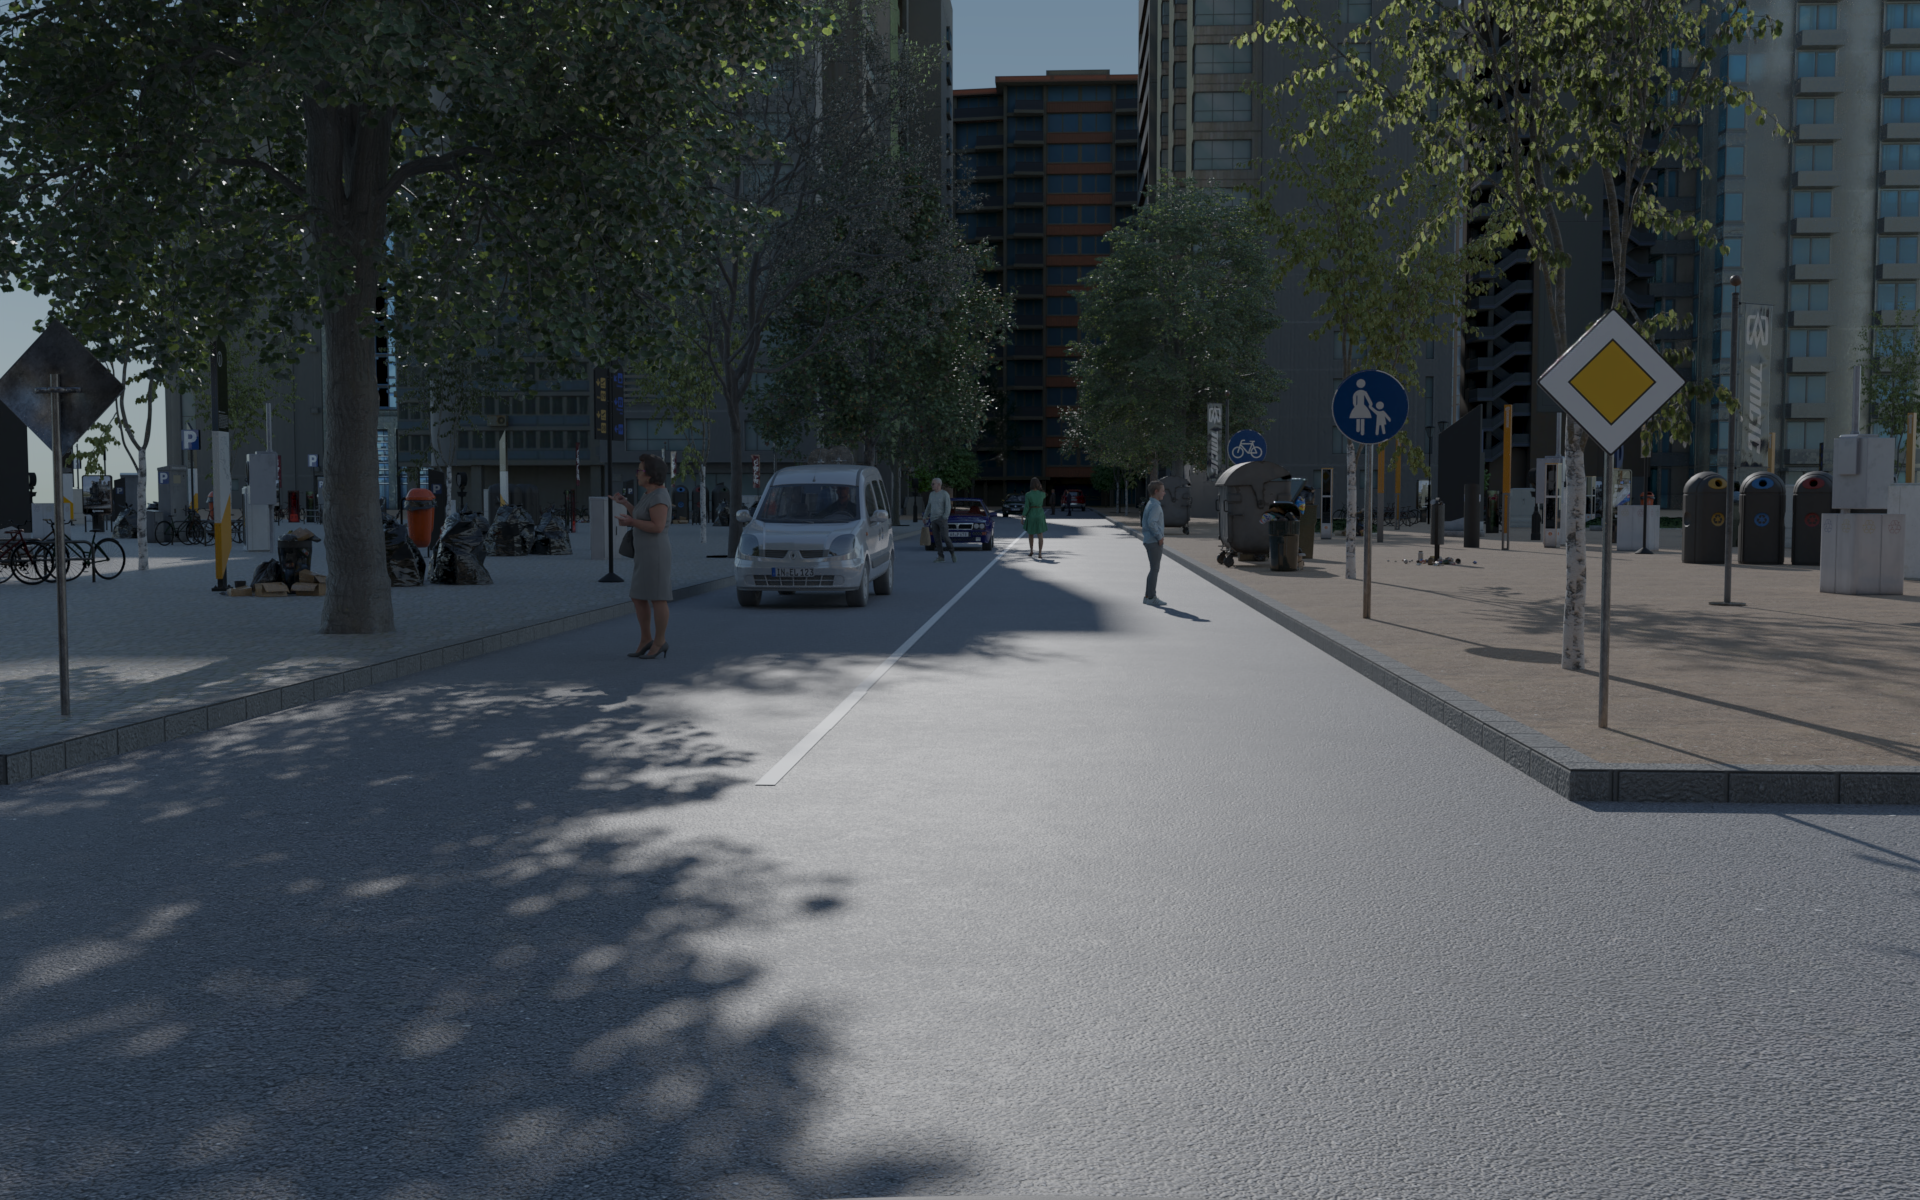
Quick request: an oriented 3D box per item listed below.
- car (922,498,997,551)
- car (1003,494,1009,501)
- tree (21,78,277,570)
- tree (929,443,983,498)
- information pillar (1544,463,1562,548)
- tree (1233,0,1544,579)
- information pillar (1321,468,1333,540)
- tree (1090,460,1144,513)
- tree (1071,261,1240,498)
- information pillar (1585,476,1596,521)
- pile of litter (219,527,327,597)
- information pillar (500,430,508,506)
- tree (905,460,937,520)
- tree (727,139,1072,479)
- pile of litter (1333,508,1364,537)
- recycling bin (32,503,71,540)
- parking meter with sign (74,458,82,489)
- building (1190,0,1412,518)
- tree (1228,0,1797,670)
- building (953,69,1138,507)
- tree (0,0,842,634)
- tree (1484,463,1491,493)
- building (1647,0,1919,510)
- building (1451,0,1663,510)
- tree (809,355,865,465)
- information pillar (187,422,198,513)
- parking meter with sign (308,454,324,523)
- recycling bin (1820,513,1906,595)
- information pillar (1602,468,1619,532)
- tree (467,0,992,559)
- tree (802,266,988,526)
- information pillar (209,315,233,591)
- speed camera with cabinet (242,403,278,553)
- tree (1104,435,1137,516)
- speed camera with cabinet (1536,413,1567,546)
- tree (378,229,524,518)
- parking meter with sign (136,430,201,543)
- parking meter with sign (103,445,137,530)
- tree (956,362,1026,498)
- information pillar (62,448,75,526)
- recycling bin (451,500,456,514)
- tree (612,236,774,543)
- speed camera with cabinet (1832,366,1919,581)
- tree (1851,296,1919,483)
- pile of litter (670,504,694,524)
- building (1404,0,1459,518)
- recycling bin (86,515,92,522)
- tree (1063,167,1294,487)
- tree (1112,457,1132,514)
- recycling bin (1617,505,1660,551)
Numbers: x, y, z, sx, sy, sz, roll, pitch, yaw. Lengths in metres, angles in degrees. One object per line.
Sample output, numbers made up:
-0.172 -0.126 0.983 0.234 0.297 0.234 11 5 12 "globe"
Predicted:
0.008 -1.990 45.121 1.945 1.354 3.894 0 4 2 "car"
4.075 -7.167 127.398 2.015 1.641 3.980 0 4 2 "car"
-13.770 -4.823 29.215 4.737 8.622 4.395 0 3 0 "tree"
-0.223 -7.183 101.149 4.285 4.588 4.351 0 3 0 "tree"
14.130 -2.250 41.273 0.304 2.012 0.304 3 4 39 "information pillar"
6.117 -4.618 25.873 4.737 8.622 4.395 0 3 0 "tree"
10.368 -2.719 48.951 0.304 2.012 0.304 1 4 17 "information pillar"
10.977 -8.237 118.386 4.285 4.588 4.351 0 3 0 "tree"
9.285 -10.176 83.378 9.611 12.733 9.660 0 3 0 "tree"
25.996 -4.094 71.426 0.304 2.012 0.304 -3 5 -43 "information pillar"
-8.494 -0.493 22.023 1.719 0.858 1.176 1 4 13 "pile of litter"
-16.683 -4.406 63.396 0.183 3.616 0.504 -3 5 -41 "information pillar"
-1.999 -5.659 87.126 1.663 3.219 1.824 0 3 0 "tree"
-2.873 -8.454 55.225 9.611 12.733 9.660 0 3 0 "tree"
11.993 -2.384 52.939 1.176 0.858 1.719 1 4 21 "pile of litter"
-25.549 -2.211 48.707 0.722 1.027 0.722 0 4 6 "recycling bin"
-41.643 -5.325 83.330 0.543 3.016 1.738 2 4 31 "parking meter with sign"
20.497 -26.248 112.746 14.154 41.232 14.086 0 4 3 "building"
4.303 -3.790 12.327 4.360 8.622 3.978 0 3 0 "tree"
11.576 -32.248 181.871 28.867 44.769 22.147 0 4 3 "building"
-5.523 -6.675 15.793 9.857 13.997 8.962 0 3 0 "tree"
22.781 -4.996 76.286 1.663 3.219 1.824 0 3 0 "tree"
71.880 -31.912 141.366 30.456 49.044 23.786 0 4 3 "building"
49.903 -30.452 147.996 14.200 45.320 14.600 0 4 3 "building"
-5.214 -7.964 80.567 4.737 8.622 4.395 0 3 0 "tree"
-24.990 -3.978 56.392 0.504 3.616 0.183 3 5 41 "information pillar"
-28.096 -4.933 76.907 0.543 3.016 1.738 1 4 21 "parking meter with sign"
11.605 -0.595 22.280 0.722 1.027 0.722 0 4 -8 "recycling bin"
18.523 -2.741 49.307 0.304 2.012 0.304 -1 4 -12 "information pillar"
-4.472 -7.580 34.299 12.009 13.543 11.850 0 3 0 "tree"
-2.678 -8.754 68.884 9.928 11.665 9.643 0 3 0 "tree"
-9.803 -1.933 22.966 0.183 3.616 0.504 0 4 -8 "information pillar"
-15.543 -2.694 38.377 0.660 3.252 2.038 -2 4 -26 "speed camera with cabinet"
9.515 -9.193 100.670 4.737 8.622 4.395 0 3 0 "tree"
14.725 -2.967 42.852 0.660 3.252 2.038 2 4 29 "speed camera with cabinet"
-14.051 -5.948 47.609 4.360 8.622 3.978 0 3 0 "tree"
-20.988 -3.048 46.095 0.543 3.016 1.738 1 4 14 "parking meter with sign"
-29.587 -4.011 61.838 1.738 3.016 0.543 -2 4 -25 "parking meter with sign"
1.116 -11.303 119.214 7.601 10.594 8.767 0 4 8 "tree"
-36.265 -4.828 70.289 0.504 3.616 0.183 -2 4 -31 "information pillar"
-22.027 -3.778 74.329 0.722 1.027 0.722 -1 4 -18 "recycling bin"
-6.995 -5.808 45.316 4.737 8.622 4.395 0 3 0 "tree"
14.241 -1.951 26.238 0.660 3.252 2.038 -1 4 -18 "speed camera with cabinet"
35.524 -7.025 65.215 4.737 8.622 4.395 0 3 0 "tree"
-12.252 -3.715 74.706 1.719 0.858 1.176 -2 4 -25 "pile of litter"
19.837 -25.389 98.701 14.154 41.232 14.086 0 4 3 "building"
-40.613 -4.187 81.017 0.722 1.027 0.722 -1 4 -15 "recycling bin"
8.775 -9.946 69.272 9.857 13.997 8.962 0 3 0 "tree"
10.357 -9.840 111.242 4.360 8.622 3.978 0 3 0 "tree"
15.291 -1.620 39.043 0.722 1.027 0.722 3 5 41 "recycling bin"
